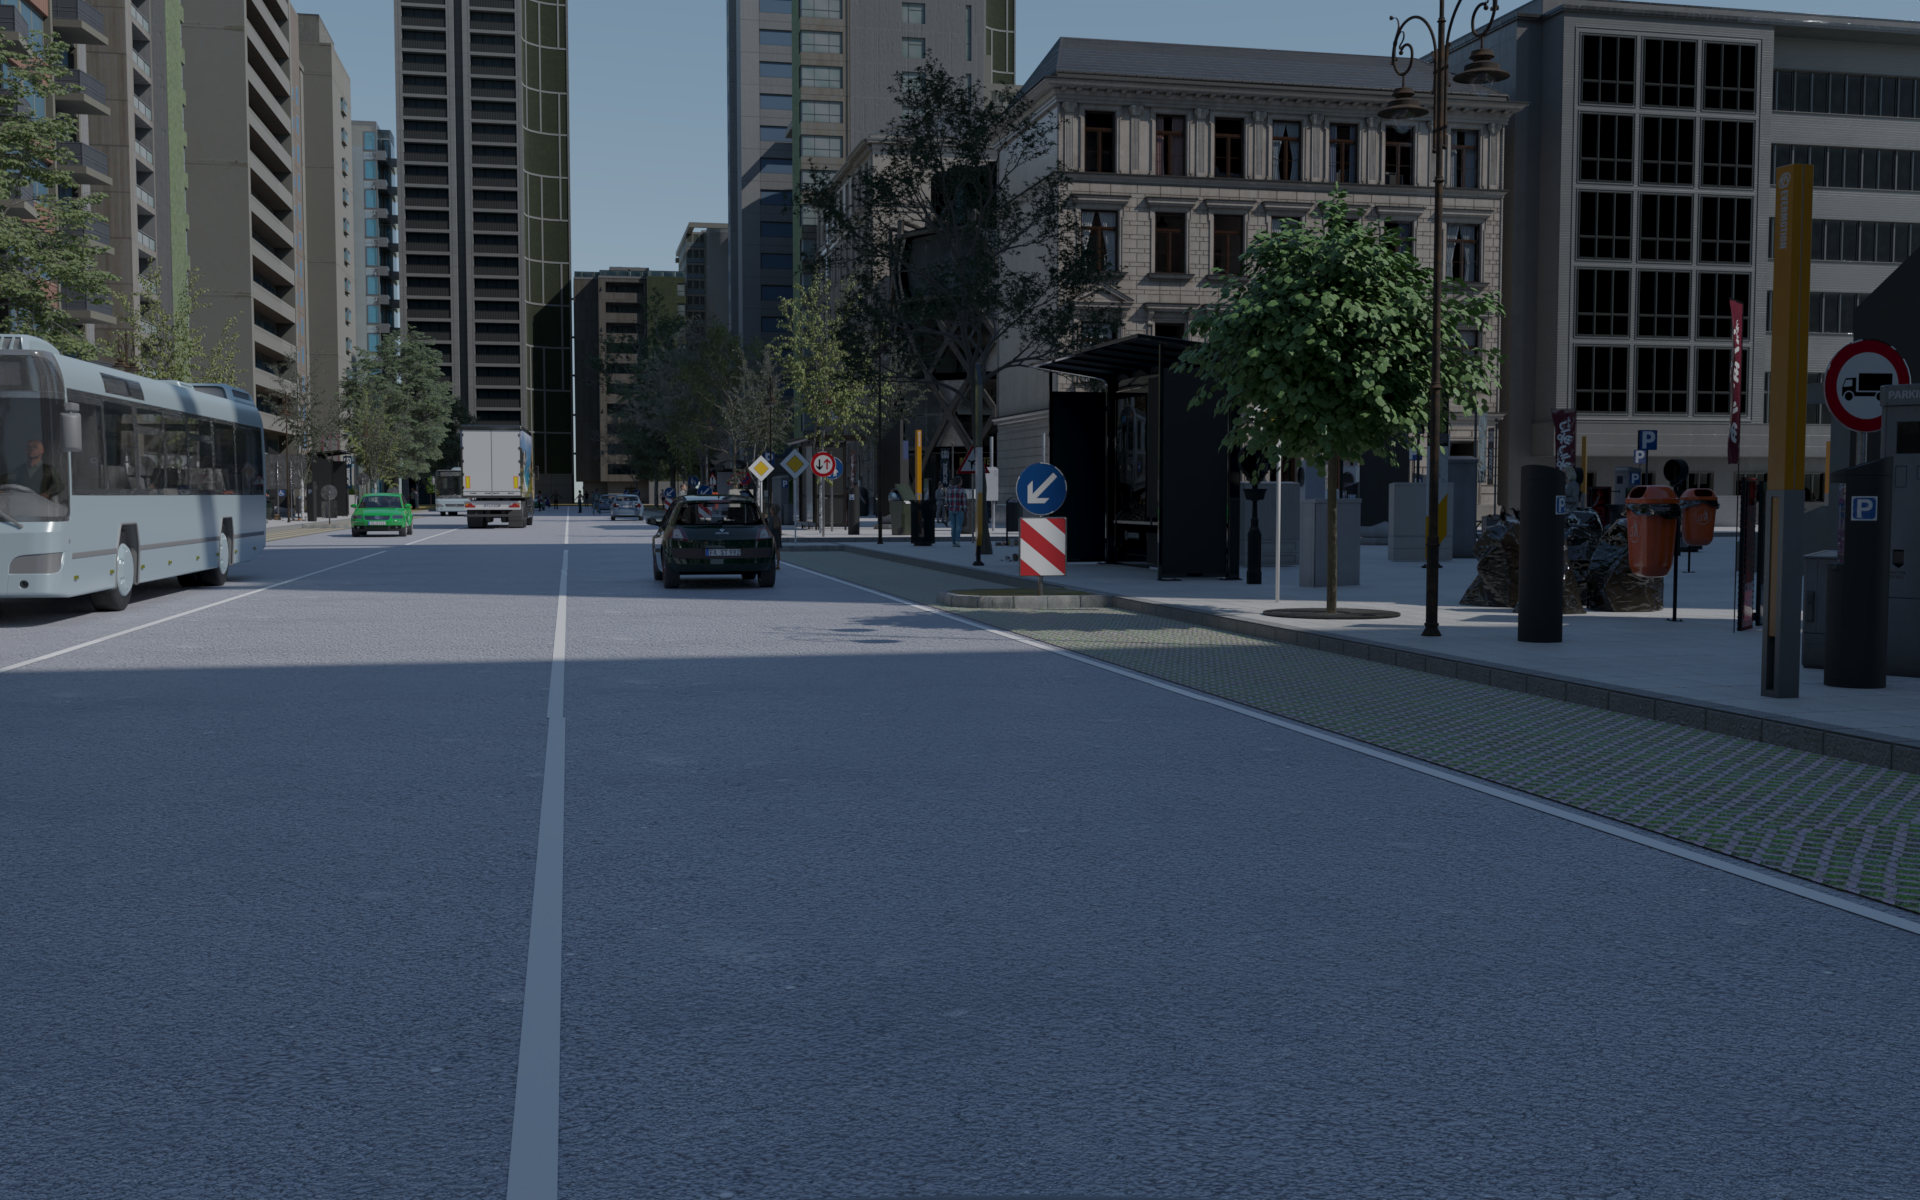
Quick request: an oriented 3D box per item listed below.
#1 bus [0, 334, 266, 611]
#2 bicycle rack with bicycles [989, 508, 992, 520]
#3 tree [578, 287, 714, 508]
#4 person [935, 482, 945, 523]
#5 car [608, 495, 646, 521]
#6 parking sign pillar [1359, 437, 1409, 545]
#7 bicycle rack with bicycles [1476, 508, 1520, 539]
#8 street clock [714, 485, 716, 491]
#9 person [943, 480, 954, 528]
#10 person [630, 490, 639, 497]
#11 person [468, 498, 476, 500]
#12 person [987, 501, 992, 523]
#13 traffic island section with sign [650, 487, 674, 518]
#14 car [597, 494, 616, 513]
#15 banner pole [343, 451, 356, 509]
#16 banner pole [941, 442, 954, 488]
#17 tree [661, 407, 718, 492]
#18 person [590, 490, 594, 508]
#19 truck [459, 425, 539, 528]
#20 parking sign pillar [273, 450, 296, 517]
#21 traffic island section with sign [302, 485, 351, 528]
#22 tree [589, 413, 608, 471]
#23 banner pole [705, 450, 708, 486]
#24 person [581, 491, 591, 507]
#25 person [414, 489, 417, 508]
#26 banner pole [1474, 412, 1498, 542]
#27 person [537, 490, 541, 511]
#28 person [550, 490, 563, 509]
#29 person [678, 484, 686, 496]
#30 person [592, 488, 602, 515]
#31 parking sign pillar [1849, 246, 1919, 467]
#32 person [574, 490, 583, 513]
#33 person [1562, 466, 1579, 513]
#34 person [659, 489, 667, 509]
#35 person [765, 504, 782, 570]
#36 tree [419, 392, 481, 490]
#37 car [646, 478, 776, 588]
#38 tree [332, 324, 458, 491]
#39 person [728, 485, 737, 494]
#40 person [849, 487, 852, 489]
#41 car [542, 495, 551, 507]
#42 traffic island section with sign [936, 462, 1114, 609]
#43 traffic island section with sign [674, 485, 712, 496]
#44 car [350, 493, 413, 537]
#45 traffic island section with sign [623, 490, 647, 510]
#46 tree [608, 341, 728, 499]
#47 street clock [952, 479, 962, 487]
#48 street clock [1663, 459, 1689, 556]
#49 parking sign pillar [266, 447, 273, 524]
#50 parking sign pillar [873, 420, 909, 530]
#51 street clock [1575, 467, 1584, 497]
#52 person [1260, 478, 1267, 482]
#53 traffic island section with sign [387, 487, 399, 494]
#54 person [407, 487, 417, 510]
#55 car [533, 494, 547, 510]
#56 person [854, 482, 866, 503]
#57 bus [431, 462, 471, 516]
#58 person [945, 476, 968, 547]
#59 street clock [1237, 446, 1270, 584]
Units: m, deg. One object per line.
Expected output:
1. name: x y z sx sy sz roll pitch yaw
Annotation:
1. bus: -12.033 -1.762 23.665 2.948 3.499 13.247 -1 4 -12
2. bicycle rack with bicycles: 2.278 -4.223 82.424 2.852 0.926 2.925 -1 4 -23
3. tree: -29.109 -18.660 160.973 12.611 20.169 13.585 0 3 0
4. person: -0.789 -4.259 75.877 0.583 1.804 0.606 1 4 20
5. car: -18.132 -5.032 94.275 2.014 1.417 4.499 -1 4 -11
6. parking sign pillar: 10.738 -3.387 43.844 1.447 3.967 1.447 -2 4 -34
7. bicycle rack with bicycles: 14.284 -1.874 44.019 2.852 0.926 2.925 -3 4 -36
8. street clock: -15.214 -6.361 108.575 0.358 2.002 0.471 2 4 25
9. person: -0.325 -3.691 66.496 0.850 1.850 0.679 -3 5 -42
10. person: -27.573 -8.413 146.128 1.350 1.814 0.705 -2 4 -31
11. person: -24.669 -4.807 87.667 0.480 1.755 0.524 1 4 8
12. person: 1.054 -4.287 76.319 0.721 1.800 0.419 1 4 9
13. traffic island section with sign: -17.356 -5.756 102.744 1.989 1.847 2.006 -1 4 -13
14. car: -27.414 -7.523 135.007 2.014 1.417 4.499 -1 4 -13
15. banner pole: -35.150 -6.722 99.928 0.863 3.779 0.401 -2 4 -28
16. banner pole: -0.571 -5.737 83.816 0.863 3.779 0.401 1 4 22
17. tree: -20.695 -11.052 131.055 4.737 8.622 4.395 0 3 0
18. person: -38.151 -10.476 179.859 0.705 1.814 1.350 -2 4 -26
19. truck: -20.091 -5.313 75.784 2.839 4.237 11.283 -1 4 -11
20. parking sign pillar: -38.528 -6.718 98.312 1.447 3.967 1.447 -1 4 -18
21. traffic island section with sign: -26.562 -3.935 72.969 1.989 1.847 2.006 -1 4 -13
22. tree: -37.590 -17.751 200.604 12.009 13.543 11.850 0 3 0
23. banner pole: -14.377 -6.620 98.257 0.401 3.779 0.863 -1 4 -18
24. person: -41.535 -11.265 192.688 1.348 1.822 0.705 0 4 -7
25. person: -49.819 -9.261 158.163 1.217 1.736 0.721 3 5 43
26. banner pole: 13.985 -3.464 46.655 0.401 3.779 0.863 3 5 45
27. person: -34.814 -8.186 143.031 0.721 1.739 1.217 -1 4 -19
28. person: -38.192 -9.487 163.754 1.348 1.807 0.705 1 4 12
29. person: -10.075 -3.338 63.172 0.767 1.812 0.694 0 4 -1
30. person: -24.992 -6.756 118.940 0.794 1.824 0.713 3 4 36
31. parking sign pillar: 9.177 -1.717 16.541 1.447 3.967 1.447 -1 4 -18
32. person: -28.834 -7.451 131.033 0.721 1.736 1.217 1 4 16
33. person: 11.119 -1.564 31.805 0.526 1.800 0.537 0 4 -6
34. person: -26.033 -8.862 151.869 0.756 1.711 0.436 -2 4 -25
35. person: -3.541 -1.195 32.713 0.362 1.253 0.373 -1 4 -17
36. tree: -57.224 -17.042 195.637 9.611 12.733 9.660 0 3 0
37. car: -4.001 -1.104 27.835 2.009 1.686 4.222 -1 4 -13
38. tree: -42.857 -13.723 131.024 9.857 13.997 8.962 0 3 0
39. person: -11.349 -4.948 86.900 0.622 1.834 0.822 -3 5 -42
40. person: -5.622 -5.035 88.218 0.795 1.843 0.661 -1 4 -20
41. car: -45.100 -10.668 186.997 1.945 1.354 3.894 -1 4 -14
42. traffic island section with sign: 0.755 -0.847 22.475 1.989 1.847 2.006 -1 4 -13
43. traffic island section with sign: -11.421 -4.148 76.447 1.989 1.847 2.006 -1 4 -13
44. car: -19.776 -3.090 59.310 1.959 1.807 4.718 -1 4 -14
45. traffic island section with sign: -28.607 -8.805 152.591 1.989 1.847 2.006 -1 4 -13
46. tree: -23.962 -14.495 143.654 9.857 13.997 8.962 0 3 0
47. street clock: -0.136 -4.263 74.273 0.358 2.002 0.471 -2 4 -33
48. street clock: 14.830 -1.917 35.918 0.358 2.002 0.471 -2 4 -24
49. parking sign pillar: -30.909 -5.312 75.320 1.447 3.967 1.447 -2 4 -30
50. parking sign pillar: -2.450 -4.574 63.263 1.447 3.967 1.447 -3 5 -43
51. street clock: 16.674 -2.588 46.888 0.358 2.002 0.471 0 4 -1
52. person: 9.591 -2.972 54.813 0.728 1.800 0.709 3 4 36
53. traffic island section with sign: -32.546 -5.559 99.524 1.989 1.847 2.006 -1 4 -13
54. person: -44.931 -8.329 142.210 1.348 1.826 0.705 3 5 42
55. car: -37.577 -8.631 152.918 2.131 1.459 4.920 -1 4 -13
56. person: -4.602 -4.266 76.070 0.678 1.792 0.850 -3 5 -44
57. bus: -33.218 -7.388 115.656 2.948 3.499 13.247 -1 4 -12
58. person: -0.096 -2.146 41.973 0.563 1.720 0.643 2 4 29
59. street clock: 4.196 -1.229 24.656 0.471 2.002 0.358 0 4 -1
